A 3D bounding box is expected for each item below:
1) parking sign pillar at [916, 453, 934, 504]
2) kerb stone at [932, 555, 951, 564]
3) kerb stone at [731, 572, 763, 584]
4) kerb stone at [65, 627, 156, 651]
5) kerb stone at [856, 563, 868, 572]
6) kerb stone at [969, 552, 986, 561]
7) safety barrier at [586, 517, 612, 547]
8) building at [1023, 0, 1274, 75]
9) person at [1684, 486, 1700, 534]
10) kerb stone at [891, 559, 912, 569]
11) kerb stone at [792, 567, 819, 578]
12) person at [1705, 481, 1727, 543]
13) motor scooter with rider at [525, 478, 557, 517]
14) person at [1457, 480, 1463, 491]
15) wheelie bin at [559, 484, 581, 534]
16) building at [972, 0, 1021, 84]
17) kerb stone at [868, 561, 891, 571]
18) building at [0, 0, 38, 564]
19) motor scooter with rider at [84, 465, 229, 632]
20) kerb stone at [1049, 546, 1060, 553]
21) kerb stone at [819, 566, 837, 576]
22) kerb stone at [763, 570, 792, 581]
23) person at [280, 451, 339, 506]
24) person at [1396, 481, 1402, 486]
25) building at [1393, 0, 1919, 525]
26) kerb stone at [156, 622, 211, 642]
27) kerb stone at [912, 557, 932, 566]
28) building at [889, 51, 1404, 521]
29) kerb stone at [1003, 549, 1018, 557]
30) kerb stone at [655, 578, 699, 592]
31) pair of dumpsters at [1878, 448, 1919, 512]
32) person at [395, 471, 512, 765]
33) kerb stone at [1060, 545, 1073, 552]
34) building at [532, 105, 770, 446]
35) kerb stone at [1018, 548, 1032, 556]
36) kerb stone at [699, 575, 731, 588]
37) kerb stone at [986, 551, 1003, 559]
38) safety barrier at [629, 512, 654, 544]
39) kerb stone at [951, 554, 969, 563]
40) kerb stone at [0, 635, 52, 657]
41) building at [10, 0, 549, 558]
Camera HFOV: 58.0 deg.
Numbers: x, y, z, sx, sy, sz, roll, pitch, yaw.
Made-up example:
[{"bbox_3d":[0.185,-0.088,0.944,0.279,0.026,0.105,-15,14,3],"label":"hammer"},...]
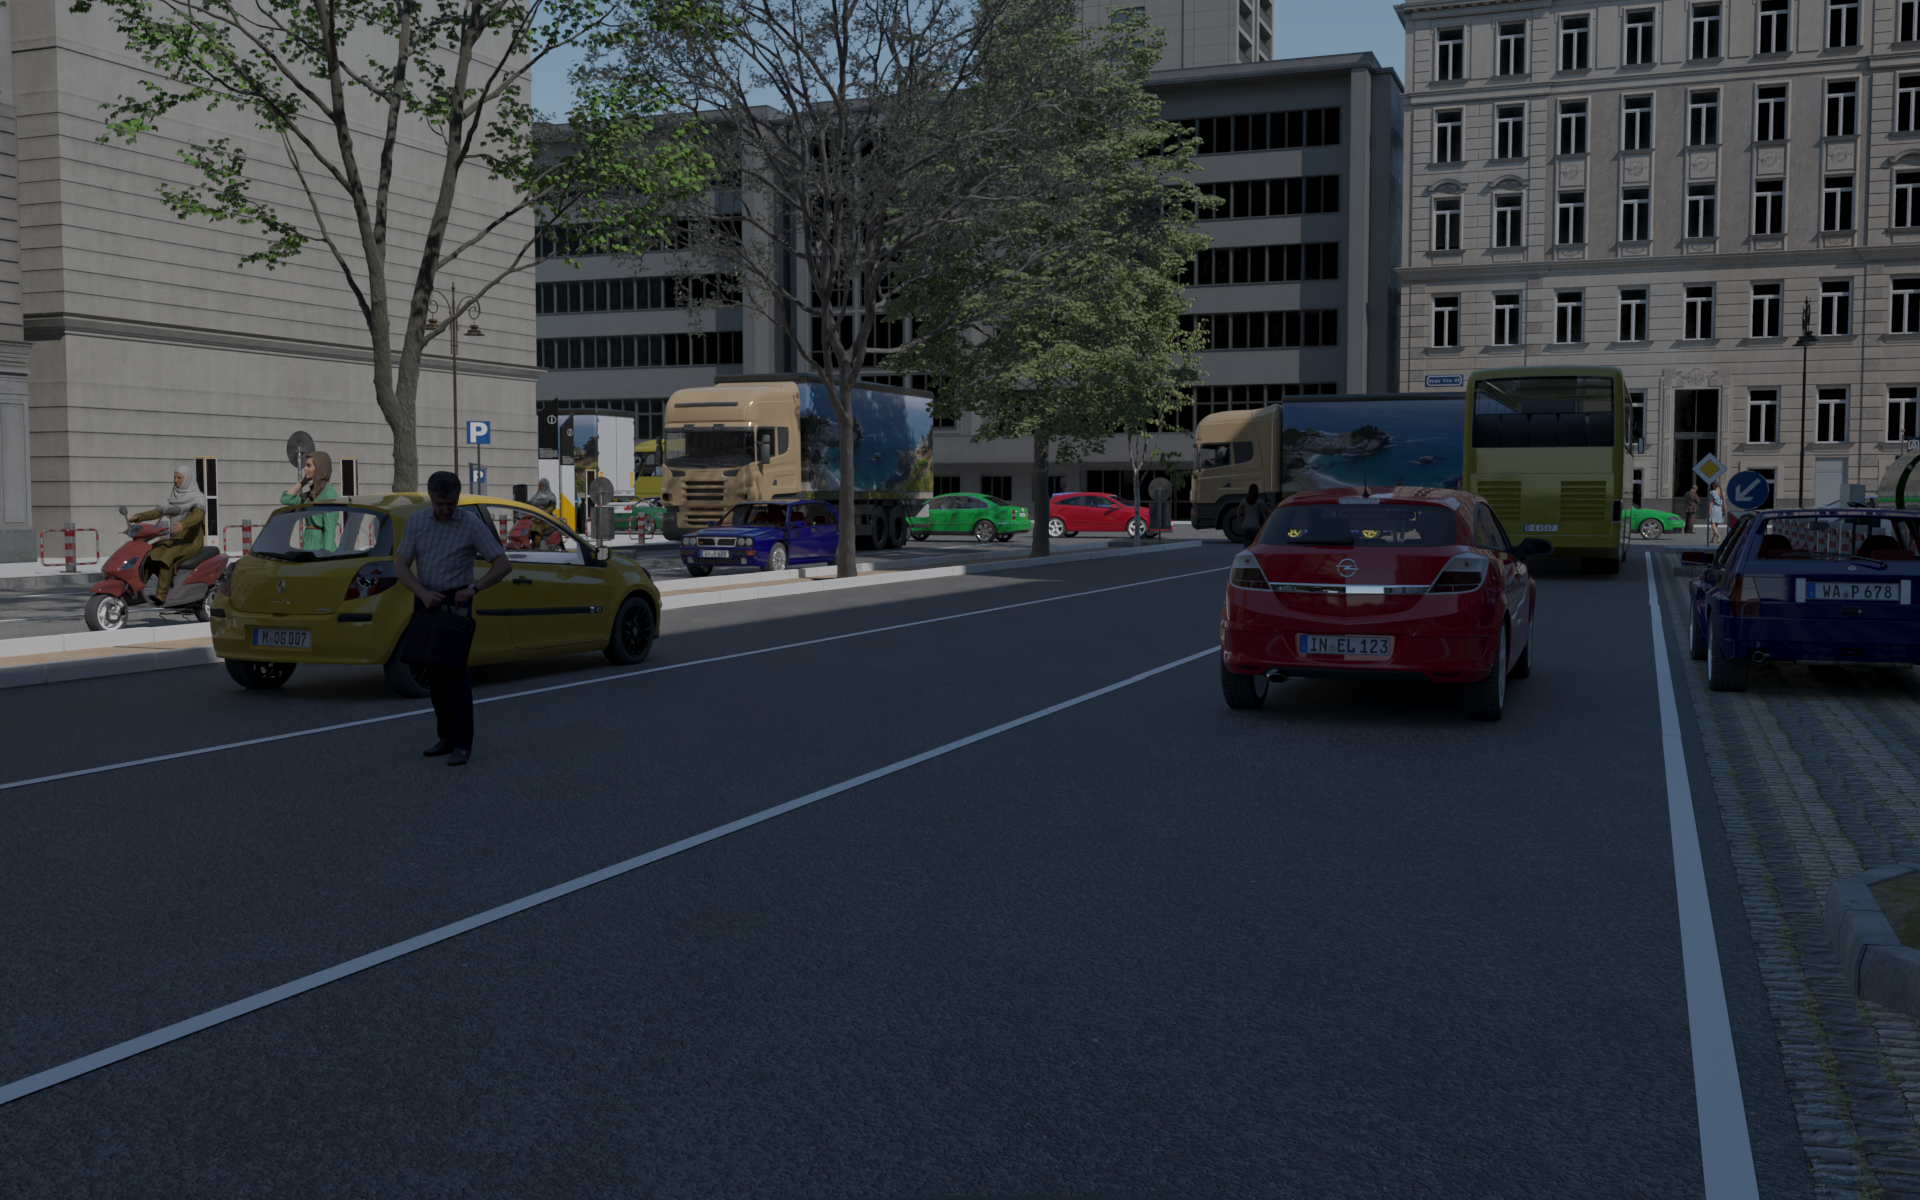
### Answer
[{"bbox_3d":[-1.668,-5.675,81.252,1.447,3.967,1.447,-1,4,-22],"label":"parking sign pillar"},{"bbox_3d":[-0.483,-0.805,35.360,0.120,0.150,1.000,1,4,21],"label":"kerb stone"},{"bbox_3d":[-3.486,-0.332,27.691,0.120,0.150,1.000,1,4,21],"label":"kerb stone"},{"bbox_3d":[-7.993,0.367,16.196,0.120,0.150,1.000,1,4,21],"label":"kerb stone"},{"bbox_3d":[-1.978,-0.568,31.525,0.120,0.150,1.000,1,4,21],"label":"kerb stone"},{"bbox_3d":[0.270,-0.923,37.279,0.120,0.150,1.000,1,4,21],"label":"kerb stone"},{"bbox_3d":[-8.834,-1.722,42.423,0.300,0.817,1.120,1,4,21],"label":"safety barrier"},{"bbox_3d":[18.522,-43.634,151.673,20.563,71.187,20.611,1,4,21],"label":"building"},{"bbox_3d":[26.529,-3.277,62.766,0.565,1.739,0.600,3,5,40],"label":"person"},{"bbox_3d":[-1.228,-0.687,33.436,0.120,0.150,1.000,1,4,21],"label":"kerb stone"},{"bbox_3d":[-2.728,-0.453,29.604,0.120,0.150,1.000,1,4,21],"label":"kerb stone"},{"bbox_3d":[21.954,-2.544,50.190,0.616,1.811,0.778,0,4,0],"label":"person"},{"bbox_3d":[-8.008,-1.441,32.519,0.876,1.779,1.986,1,4,20],"label":"motor scooter with rider"},{"bbox_3d":[11.372,-1.853,39.342,0.362,1.759,0.519,0,4,4],"label":"person"},{"bbox_3d":[-12.200,-2.784,53.419,0.980,1.594,0.693,-2,4,-25],"label":"wheelie bin"},{"bbox_3d":[16.480,-40.101,197.653,28.212,58.520,21.231,1,4,21],"label":"building"},{"bbox_3d":[-1.600,-0.626,32.479,0.120,0.150,1.000,1,4,21],"label":"kerb stone"},{"bbox_3d":[-24.980,-10.779,25.381,9.793,20.994,18.267,1,4,21],"label":"building"},{"bbox_3d":[-8.371,-0.562,18.158,0.876,1.779,1.986,1,4,21],"label":"motor scooter with rider"},{"bbox_3d":[2.153,-1.215,42.066,0.120,0.150,1.000,1,4,21],"label":"kerb stone"},{"bbox_3d":[-2.349,-0.512,30.569,0.120,0.150,1.000,1,4,21],"label":"kerb stone"},{"bbox_3d":[-3.108,-0.394,28.645,0.120,0.150,1.000,1,4,21],"label":"kerb stone"},{"bbox_3d":[-5.398,-0.363,14.678,0.600,1.795,0.529,3,5,43],"label":"person"},{"bbox_3d":[11.898,-2.335,47.029,0.601,1.785,0.444,1,4,13],"label":"person"},{"bbox_3d":[32.647,-17.088,76.644,25.104,27.353,12.463,1,4,21],"label":"building"},{"bbox_3d":[-7.619,0.318,17.158,0.120,0.150,1.000,1,4,21],"label":"kerb stone"},{"bbox_3d":[-0.852,-0.746,34.402,0.120,0.150,1.000,1,4,21],"label":"kerb stone"},{"bbox_3d":[7.231,-16.439,87.846,30.058,24.678,14.314,1,4,21],"label":"building"},{"bbox_3d":[1.029,-1.039,39.185,0.120,0.150,1.000,1,4,21],"label":"kerb stone"},{"bbox_3d":[-4.233,-0.219,25.772,0.120,0.150,1.000,1,4,21],"label":"kerb stone"},{"bbox_3d":[13.452,-1.266,23.200,1.574,2.255,4.437,1,4,21],"label":"pair of dumpsters"},{"bbox_3d":[-2.723,0.085,9.323,0.614,1.554,0.590,0,4,2],"label":"person"},{"bbox_3d":[2.538,-1.271,43.028,0.120,0.150,1.000,1,4,21],"label":"kerb stone"},{"bbox_3d":[-20.880,-17.089,98.470,30.058,24.678,14.314,1,4,21],"label":"building"},{"bbox_3d":[1.402,-1.098,40.141,0.120,0.150,1.000,1,4,21],"label":"kerb stone"},{"bbox_3d":[-3.866,-0.278,26.736,0.120,0.150,1.000,1,4,21],"label":"kerb stone"},{"bbox_3d":[0.657,-0.981,38.229,0.120,0.150,1.000,1,4,21],"label":"kerb stone"},{"bbox_3d":[-8.131,-1.831,44.215,0.300,0.817,1.120,1,4,21],"label":"safety barrier"},{"bbox_3d":[-0.102,-0.864,36.316,0.120,0.150,1.000,1,4,21],"label":"kerb stone"},{"bbox_3d":[-8.365,0.425,15.240,0.120,0.150,1.000,1,4,21],"label":"kerb stone"},{"bbox_3d":[-34.789,-16.657,48.760,44.131,29.872,17.030,1,4,21],"label":"building"}]
